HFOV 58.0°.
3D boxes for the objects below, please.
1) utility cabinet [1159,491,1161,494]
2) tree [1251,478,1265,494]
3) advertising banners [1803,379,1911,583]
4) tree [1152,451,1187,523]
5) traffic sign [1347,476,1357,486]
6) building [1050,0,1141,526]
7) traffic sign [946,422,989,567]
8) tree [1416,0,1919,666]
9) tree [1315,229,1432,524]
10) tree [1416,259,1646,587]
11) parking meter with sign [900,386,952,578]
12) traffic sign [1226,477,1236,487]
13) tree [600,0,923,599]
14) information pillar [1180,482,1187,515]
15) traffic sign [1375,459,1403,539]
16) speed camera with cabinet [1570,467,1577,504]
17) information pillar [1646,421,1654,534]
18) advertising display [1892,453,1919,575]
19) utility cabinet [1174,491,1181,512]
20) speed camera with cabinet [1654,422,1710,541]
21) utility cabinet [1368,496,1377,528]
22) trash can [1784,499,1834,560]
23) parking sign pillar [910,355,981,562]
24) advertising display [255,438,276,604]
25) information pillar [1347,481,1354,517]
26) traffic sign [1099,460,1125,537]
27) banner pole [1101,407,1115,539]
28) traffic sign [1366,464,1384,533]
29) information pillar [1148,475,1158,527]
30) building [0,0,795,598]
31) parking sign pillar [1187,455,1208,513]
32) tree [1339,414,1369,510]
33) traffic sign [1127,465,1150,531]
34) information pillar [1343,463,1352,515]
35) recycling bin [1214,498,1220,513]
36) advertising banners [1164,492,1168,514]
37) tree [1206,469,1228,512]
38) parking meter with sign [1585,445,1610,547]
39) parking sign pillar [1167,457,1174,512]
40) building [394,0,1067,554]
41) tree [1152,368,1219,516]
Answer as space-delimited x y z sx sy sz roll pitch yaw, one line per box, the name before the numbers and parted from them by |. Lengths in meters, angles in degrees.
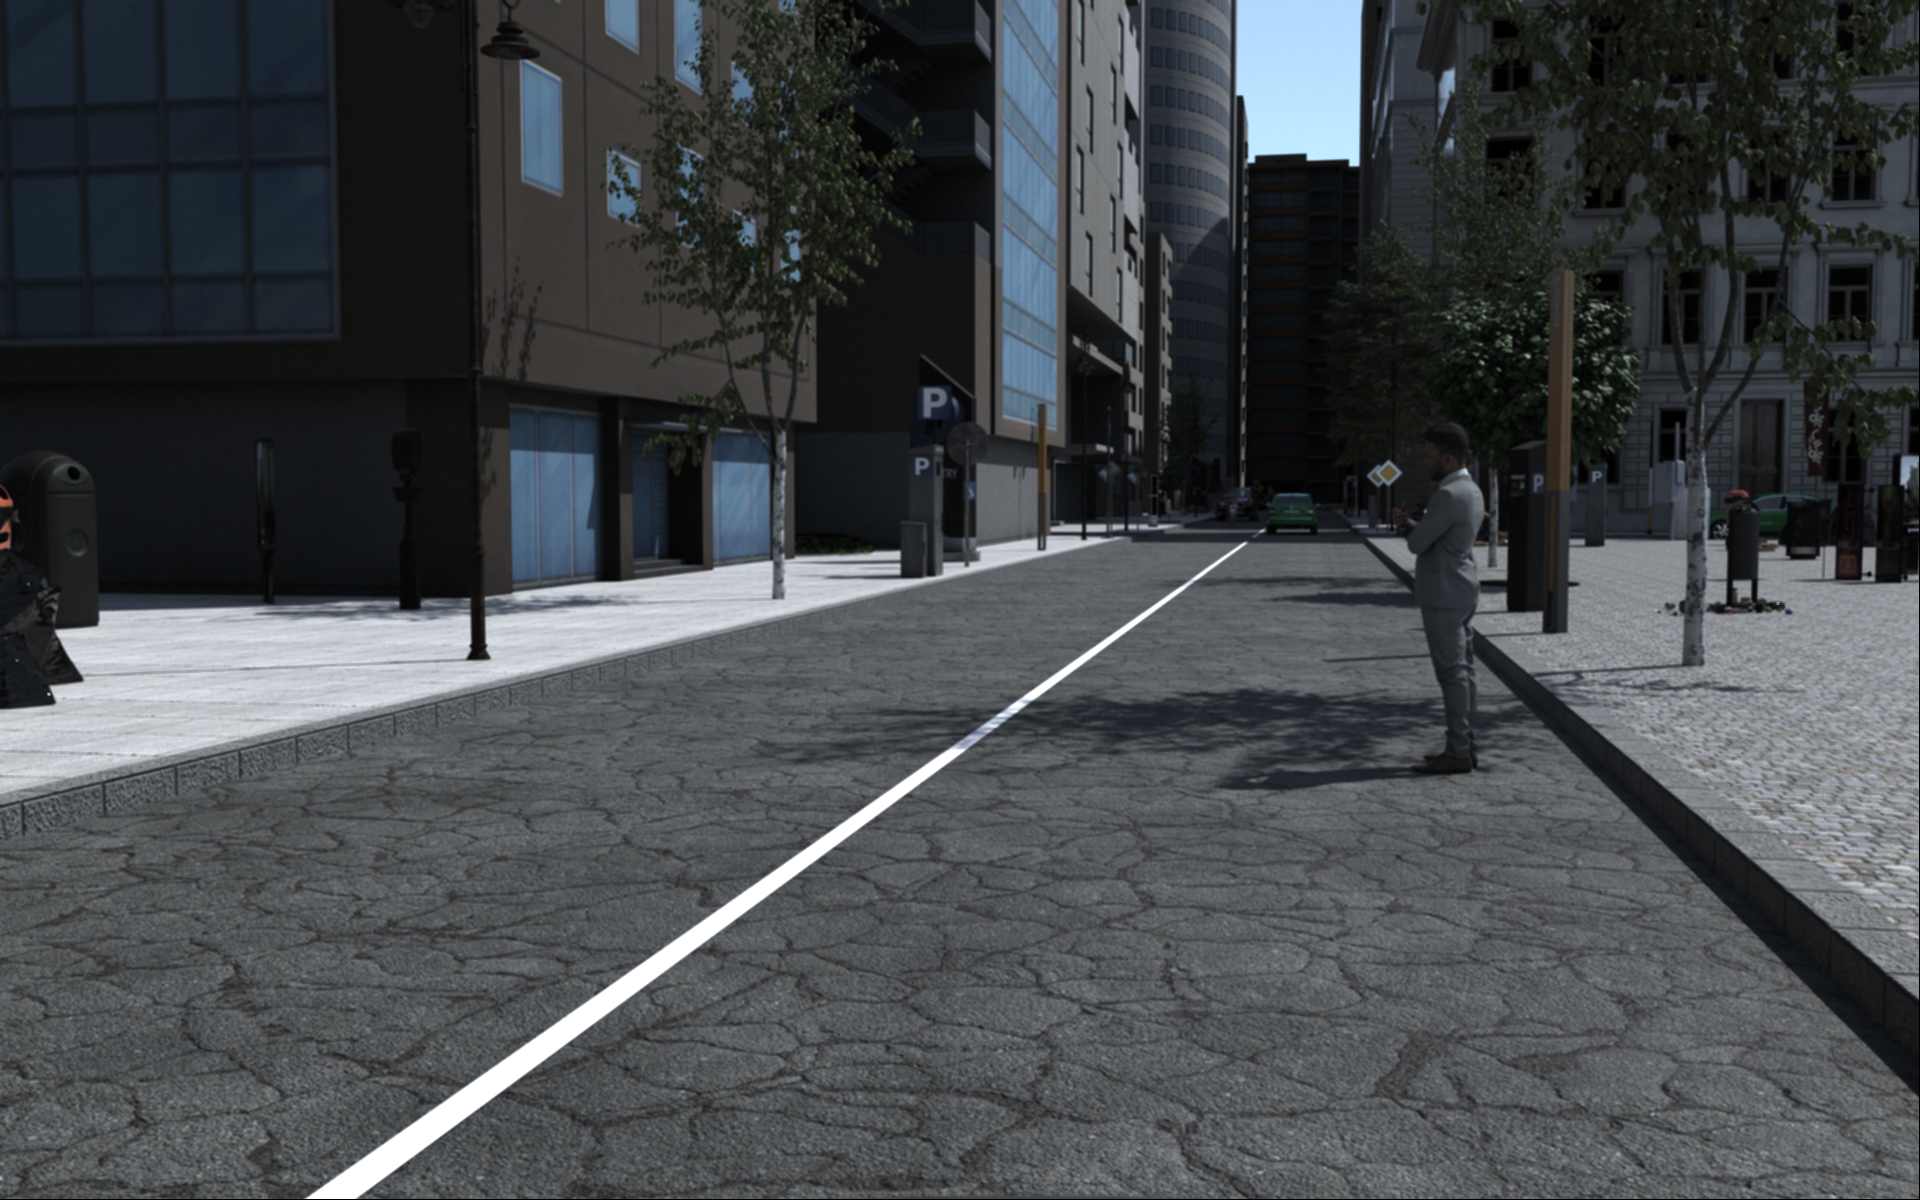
utility cabinet | 15.132 -7.641 133.602 1.173 1.500 0.318 -1 4 -18
tree | 34.181 -12.499 198.967 1.663 3.219 1.824 0 3 0
advertising banners | 13.319 -1.813 25.835 0.090 3.025 2.074 -1 4 -16
tree | 9.321 -5.105 78.063 1.663 3.219 1.824 0 3 0
traffic sign | 22.159 -5.860 97.934 0.606 2.300 0.079 1 4 19
building | -6.655 -29.717 75.115 28.713 52.752 27.495 1 4 11
traffic sign | 0.123 -1.859 30.501 0.768 2.556 0.104 1 4 12
tree | 5.393 -3.802 12.527 4.737 8.622 4.395 0 3 0
tree | 18.796 -9.584 74.828 7.486 12.596 7.792 0 3 0
tree | 8.096 -2.495 24.506 4.285 4.588 4.351 0 3 0
parking meter with sign | -0.554 -1.889 27.150 0.543 3.016 1.738 1 4 11
traffic sign | 20.005 -7.820 127.969 0.768 2.556 0.104 1 4 14
tree | -2.291 -4.330 21.153 4.737 8.622 4.395 0 3 0
information pillar | 13.948 -6.328 107.953 0.304 2.012 0.304 3 4 38
traffic sign | 12.339 -2.831 49.922 0.795 2.450 0.064 1 4 11
speed camera with cabinet | 18.835 -3.771 55.995 2.038 3.252 0.660 1 4 11
information pillar | 22.114 -3.919 55.429 0.183 3.616 0.504 1 4 22
advertising display | 15.106 -1.363 27.502 0.974 1.923 0.123 -2 4 -33
utility cabinet | 15.660 -6.989 122.951 0.318 1.500 1.173 3 5 43
speed camera with cabinet | 20.185 -3.305 48.375 2.038 3.252 0.660 -3 4 -38
utility cabinet | 15.912 -3.407 66.862 0.306 1.237 1.020 1 4 13
trash can | 16.618 -1.374 34.117 0.748 1.137 0.748 0 3 0
parking sign pillar | -0.323 -2.731 33.123 1.447 3.967 1.447 3 4 38
advertising display | -8.220 -0.936 20.513 0.123 1.923 0.974 -2 4 -27
information pillar | 21.689 -5.615 96.302 0.304 2.012 0.304 2 4 24
traffic sign | 4.510 -2.929 51.534 0.795 2.450 0.064 1 4 11
banner pole | 4.315 -3.680 50.191 0.401 3.779 0.863 1 4 10
traffic sign | 13.936 -3.309 57.746 0.795 2.450 0.064 1 4 11
information pillar | 7.517 -3.849 67.416 0.304 2.012 0.304 -1 4 -14
building | -11.039 -23.099 27.784 14.600 45.320 14.200 1 4 11
parking sign pillar | 15.886 -7.796 115.941 1.447 3.967 1.447 -2 4 -34
tree | 31.198 -11.315 135.359 4.360 8.622 3.978 0 3 0
traffic sign | 6.107 -3.408 59.359 0.795 2.450 0.064 1 4 11
information pillar | 24.265 -7.165 108.505 0.504 3.616 0.183 1 4 9
recycling bin | 17.722 -6.428 117.653 0.722 1.027 0.722 2 4 28
advertising banners | 12.994 -6.895 108.919 0.090 3.025 2.074 0 4 -3
tree | 17.785 -7.807 122.245 1.663 3.219 1.824 0 3 0
parking meter with sign | 15.743 -2.850 42.864 0.543 3.016 1.738 1 4 22
parking sign pillar | 14.930 -8.407 125.922 1.447 3.967 1.447 -1 4 -20
building | -5.100 -24.253 46.645 14.200 45.320 14.600 1 4 11
tree | 13.208 -9.280 102.096 4.737 8.622 4.395 0 3 0
